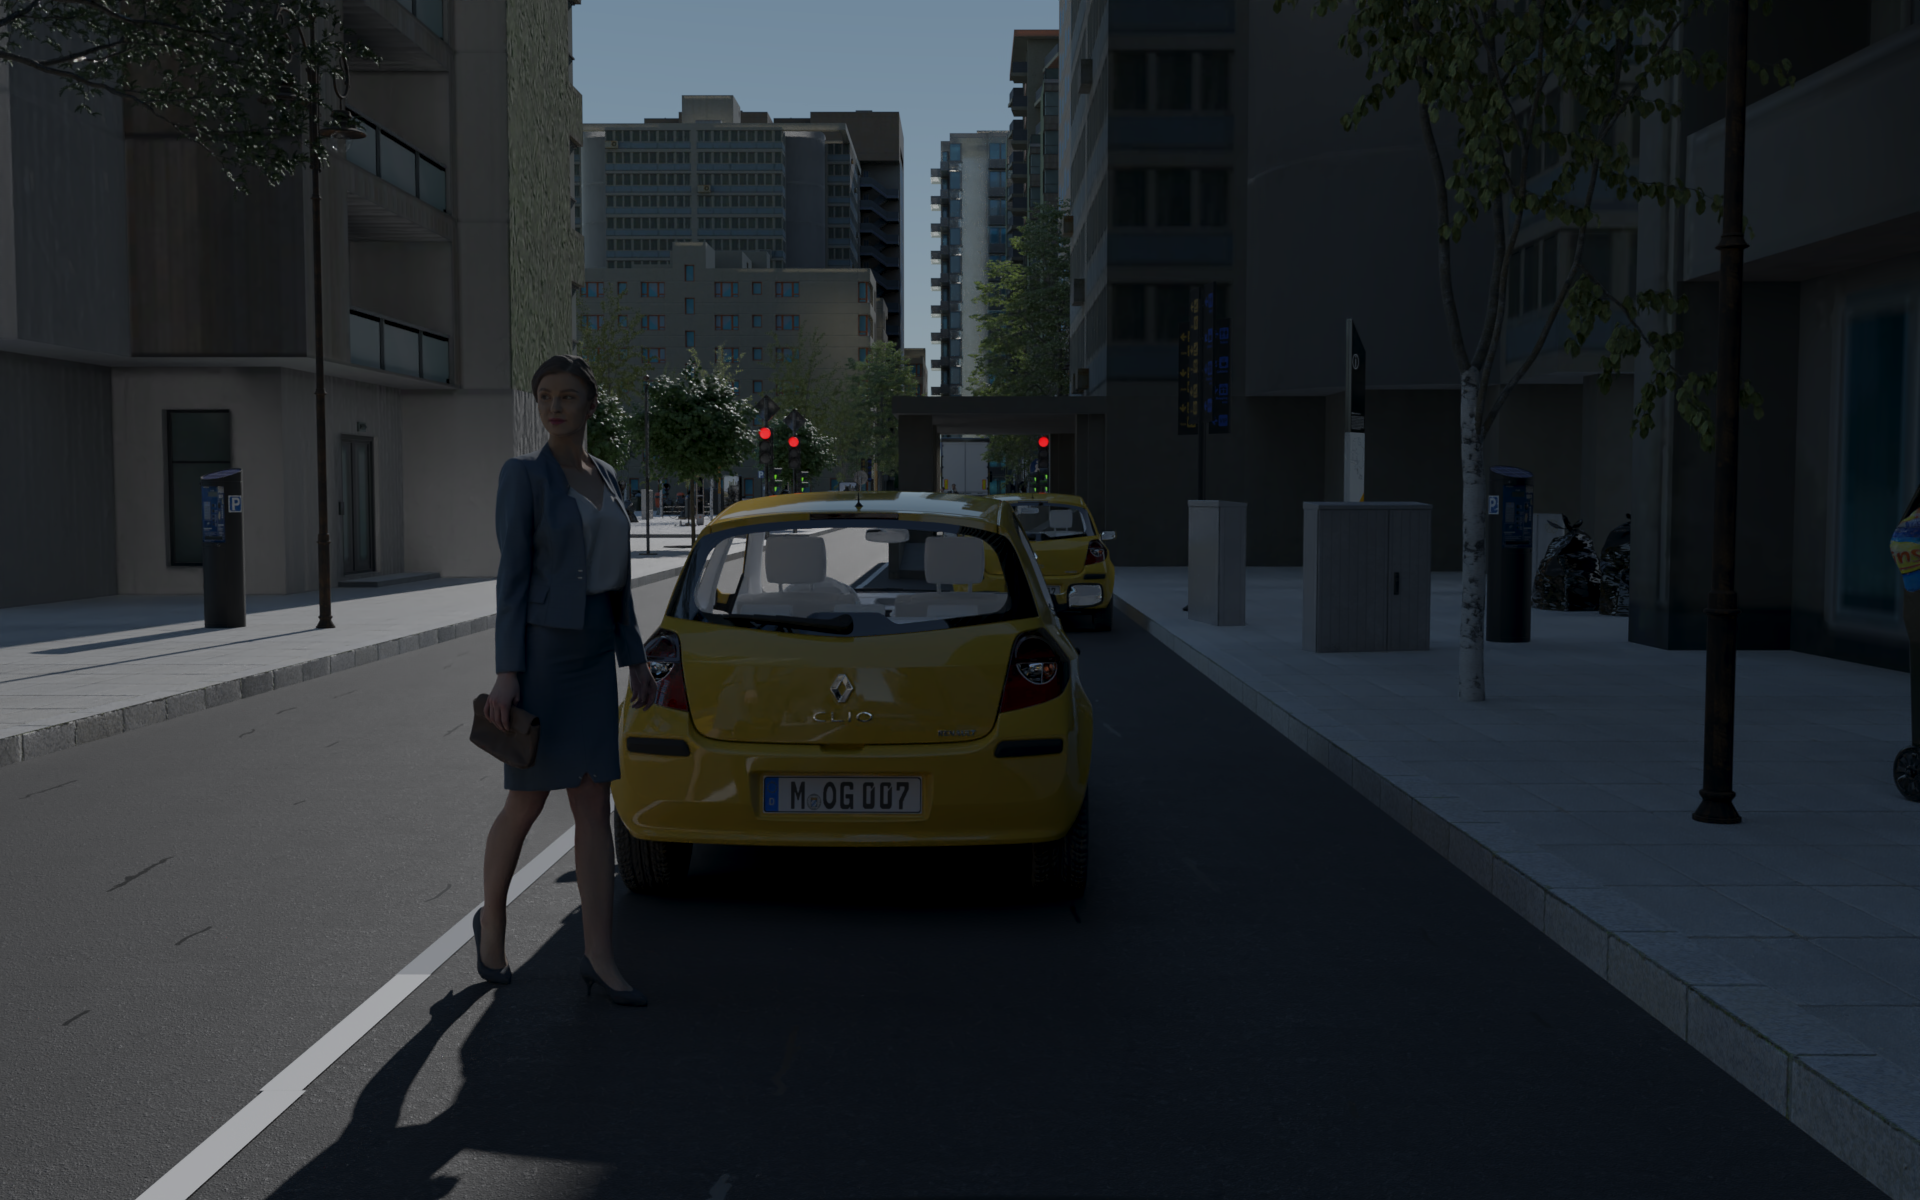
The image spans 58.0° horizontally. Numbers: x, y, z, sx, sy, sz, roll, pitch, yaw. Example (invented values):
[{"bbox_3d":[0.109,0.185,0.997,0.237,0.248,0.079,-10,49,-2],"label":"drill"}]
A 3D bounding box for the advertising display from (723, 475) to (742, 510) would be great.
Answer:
[{"bbox_3d":[-7.723,-3.279,58.833,0.123,1.923,0.974,-3,5,-42],"label":"advertising display"}]

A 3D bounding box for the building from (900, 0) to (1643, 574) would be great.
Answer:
[{"bbox_3d":[14.930,-20.978,34.874,32.217,40.220,23.993,0,4,0],"label":"building"}]

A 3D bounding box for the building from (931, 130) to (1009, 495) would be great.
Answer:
[{"bbox_3d":[11.475,-37.192,227.694,30.456,49.044,23.786,0,4,0],"label":"building"}]

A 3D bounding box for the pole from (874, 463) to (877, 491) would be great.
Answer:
[{"bbox_3d":[-5.528,-7.323,113.566,0.158,3.312,0.155,0,3,0],"label":"pole"}]

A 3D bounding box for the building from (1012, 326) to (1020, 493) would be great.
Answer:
[{"bbox_3d":[12.536,-25.300,185.351,14.160,30.474,14.107,0,4,0],"label":"building"}]

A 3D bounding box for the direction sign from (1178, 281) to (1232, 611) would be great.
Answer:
[{"bbox_3d":[2.638,-1.648,18.935,0.379,3.537,0.876,-1,4,-9],"label":"direction sign"}]

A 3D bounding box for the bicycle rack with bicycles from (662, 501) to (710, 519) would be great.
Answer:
[{"bbox_3d":[-14.102,-4.728,90.689,2.852,0.926,2.925,3,5,43],"label":"bicycle rack with bicycles"}]

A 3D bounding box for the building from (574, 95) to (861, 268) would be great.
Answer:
[{"bbox_3d":[-22.891,-29.431,173.080,32.217,40.220,23.993,0,4,0],"label":"building"}]

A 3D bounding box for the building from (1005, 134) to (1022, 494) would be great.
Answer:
[{"bbox_3d":[12.230,-31.561,199.610,14.154,41.232,14.086,0,4,0],"label":"building"}]

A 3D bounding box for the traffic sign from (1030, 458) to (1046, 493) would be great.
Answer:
[{"bbox_3d":[2.843,-3.744,61.328,0.768,2.556,0.104,0,4,4],"label":"traffic sign"}]

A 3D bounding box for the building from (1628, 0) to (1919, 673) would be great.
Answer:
[{"bbox_3d":[16.414,-23.202,3.054,21.300,48.544,21.600,0,4,0],"label":"building"}]

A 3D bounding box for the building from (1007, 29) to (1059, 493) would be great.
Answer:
[{"bbox_3d":[15.687,-31.121,163.454,22.147,44.769,28.867,0,4,0],"label":"building"}]

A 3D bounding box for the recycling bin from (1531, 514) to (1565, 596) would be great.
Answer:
[{"bbox_3d":[7.269,-0.590,22.199,0.722,1.027,0.722,0,4,-1],"label":"recycling bin"}]

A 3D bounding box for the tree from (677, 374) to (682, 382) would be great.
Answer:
[{"bbox_3d":[-16.745,-8.995,97.431,4.737,8.622,4.395,0,3,0],"label":"tree"}]

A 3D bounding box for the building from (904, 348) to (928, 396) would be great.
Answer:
[{"bbox_3d":[-19.012,-23.555,230.169,28.899,21.520,27.650,0,4,0],"label":"building"}]

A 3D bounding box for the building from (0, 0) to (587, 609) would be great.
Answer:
[{"bbox_3d":[-13.855,-20.800,23.680,14.154,41.232,14.086,0,4,0],"label":"building"}]

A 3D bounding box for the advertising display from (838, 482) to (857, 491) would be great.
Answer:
[{"bbox_3d":[-5.887,-5.239,90.869,0.974,1.923,0.123,-1,4,-16],"label":"advertising display"}]

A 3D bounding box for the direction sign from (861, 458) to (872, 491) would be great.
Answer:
[{"bbox_3d":[-5.959,-7.221,110.054,0.876,3.537,0.379,-3,5,-42],"label":"direction sign"}]

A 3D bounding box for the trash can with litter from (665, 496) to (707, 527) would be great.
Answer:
[{"bbox_3d":[-10.954,-3.556,69.200,1.678,1.210,2.233,-1,4,-9],"label":"trash can with litter"}]

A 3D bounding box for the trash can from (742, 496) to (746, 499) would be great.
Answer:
[{"bbox_3d":[-15.881,-6.971,125.635,0.748,1.137,0.748,0,3,0],"label":"trash can"}]

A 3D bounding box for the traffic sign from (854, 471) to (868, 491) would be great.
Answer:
[{"bbox_3d":[-5.369,-5.727,93.736,0.768,2.556,0.104,0,4,6],"label":"traffic sign"}]

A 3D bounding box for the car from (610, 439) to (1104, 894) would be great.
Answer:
[{"bbox_3d":[-0.340,0.158,7.648,2.015,1.641,3.980,0,4,1],"label":"car"}]

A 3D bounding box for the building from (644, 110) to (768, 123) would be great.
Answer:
[{"bbox_3d":[-28.265,-33.587,199.251,14.200,45.320,14.600,0,4,0],"label":"building"}]

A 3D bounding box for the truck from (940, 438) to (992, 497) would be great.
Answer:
[{"bbox_3d":[0.322,-6.280,91.588,2.839,4.237,11.283,0,4,1],"label":"truck"}]

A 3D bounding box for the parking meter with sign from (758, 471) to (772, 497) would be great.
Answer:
[{"bbox_3d":[-14.508,-8.219,130.634,0.543,3.016,1.738,2,4,28],"label":"parking meter with sign"}]

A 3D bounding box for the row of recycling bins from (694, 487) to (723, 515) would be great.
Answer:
[{"bbox_3d":[-15.170,-6.126,107.269,1.069,1.692,3.534,2,4,27],"label":"row of recycling bins"}]

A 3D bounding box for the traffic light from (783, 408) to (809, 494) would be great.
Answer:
[{"bbox_3d":[-5.404,-4.153,56.826,0.839,4.253,0.868,0,4,0],"label":"traffic light"}]

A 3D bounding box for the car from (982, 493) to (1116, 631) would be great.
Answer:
[{"bbox_3d":[0.792,-0.570,19.544,2.015,1.641,3.980,0,4,1],"label":"car"}]

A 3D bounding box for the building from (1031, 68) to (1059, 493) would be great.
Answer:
[{"bbox_3d":[12.544,-21.377,121.208,14.160,30.474,14.107,0,4,0],"label":"building"}]

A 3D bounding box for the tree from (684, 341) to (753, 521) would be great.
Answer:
[{"bbox_3d":[-12.020,-8.146,83.553,4.360,8.622,3.978,0,3,0],"label":"tree"}]

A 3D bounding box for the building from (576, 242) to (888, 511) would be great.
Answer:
[{"bbox_3d":[-20.626,-18.484,147.245,27.650,21.520,28.899,0,4,0],"label":"building"}]

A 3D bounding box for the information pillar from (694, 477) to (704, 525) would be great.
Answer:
[{"bbox_3d":[-10.675,-4.074,71.102,0.304,2.012,0.304,-1,4,-12],"label":"information pillar"}]

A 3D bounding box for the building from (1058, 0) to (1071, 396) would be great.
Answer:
[{"bbox_3d":[12.699,-27.224,95.220,14.600,45.320,14.200,0,4,0],"label":"building"}]

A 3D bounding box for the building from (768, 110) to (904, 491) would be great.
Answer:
[{"bbox_3d":[-13.766,-33.582,199.169,14.200,45.320,14.600,0,4,0],"label":"building"}]

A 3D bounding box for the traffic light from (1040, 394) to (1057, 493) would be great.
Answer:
[{"bbox_3d":[2.673,-3.664,48.822,0.839,4.253,0.868,0,4,0],"label":"traffic light"}]

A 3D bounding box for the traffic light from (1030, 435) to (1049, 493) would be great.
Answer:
[{"bbox_3d":[2.707,-4.152,56.807,0.839,4.253,0.868,0,4,0],"label":"traffic light"}]

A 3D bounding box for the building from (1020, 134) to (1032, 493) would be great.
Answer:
[{"bbox_3d":[12.458,-22.654,142.088,14.160,30.474,14.107,0,4,0],"label":"building"}]

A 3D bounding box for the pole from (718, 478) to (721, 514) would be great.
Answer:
[{"bbox_3d":[-14.181,-6.619,102.068,0.158,3.312,0.155,0,3,0],"label":"pole"}]

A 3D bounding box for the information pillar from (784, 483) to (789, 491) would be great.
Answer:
[{"bbox_3d":[-8.631,-4.954,85.484,0.304,2.012,0.304,-1,4,-15],"label":"information pillar"}]

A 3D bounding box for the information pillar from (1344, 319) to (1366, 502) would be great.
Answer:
[{"bbox_3d":[5.327,-1.961,23.414,0.183,3.616,0.504,3,4,36],"label":"information pillar"}]

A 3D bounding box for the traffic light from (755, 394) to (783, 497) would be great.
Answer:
[{"bbox_3d":[-5.439,-3.665,48.841,0.839,4.253,0.868,0,4,0],"label":"traffic light"}]
